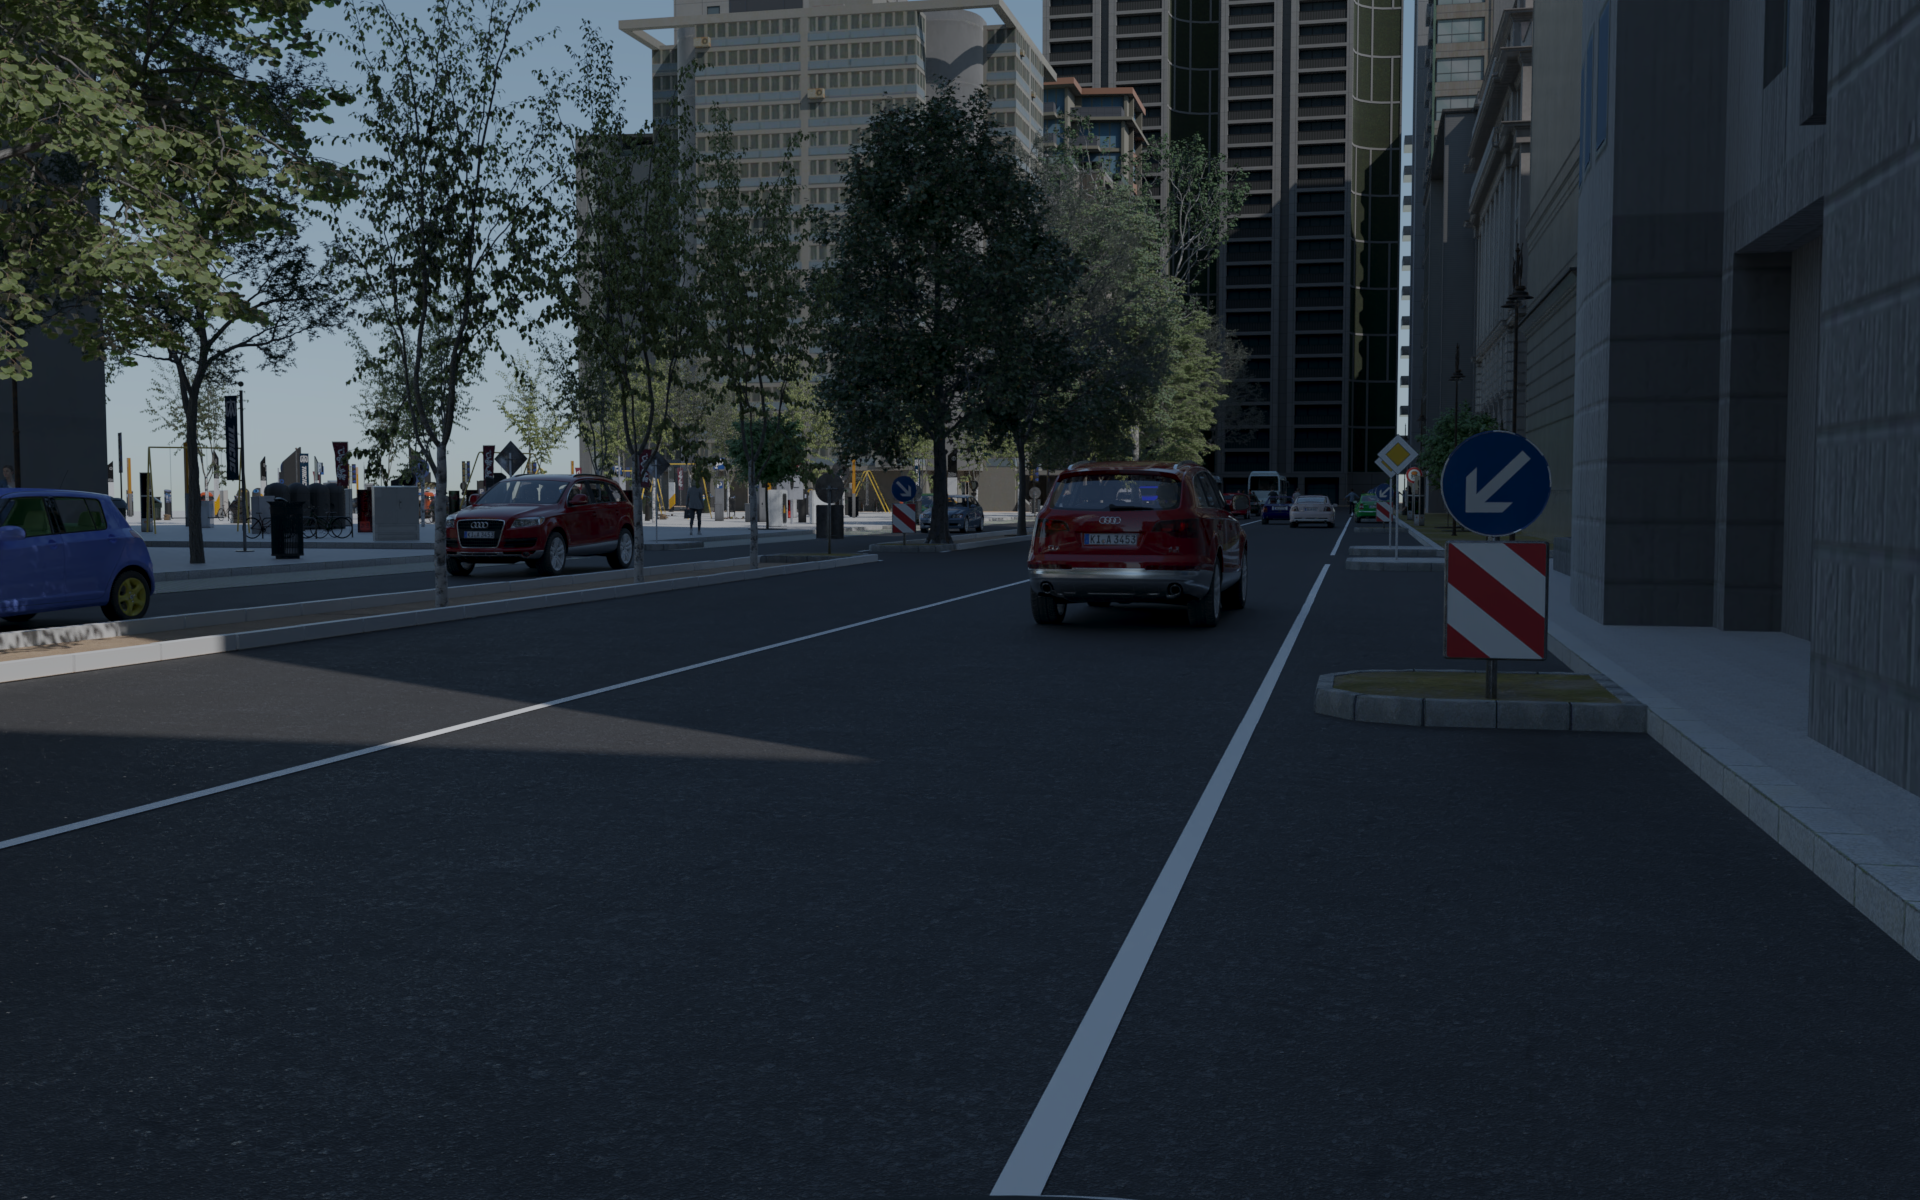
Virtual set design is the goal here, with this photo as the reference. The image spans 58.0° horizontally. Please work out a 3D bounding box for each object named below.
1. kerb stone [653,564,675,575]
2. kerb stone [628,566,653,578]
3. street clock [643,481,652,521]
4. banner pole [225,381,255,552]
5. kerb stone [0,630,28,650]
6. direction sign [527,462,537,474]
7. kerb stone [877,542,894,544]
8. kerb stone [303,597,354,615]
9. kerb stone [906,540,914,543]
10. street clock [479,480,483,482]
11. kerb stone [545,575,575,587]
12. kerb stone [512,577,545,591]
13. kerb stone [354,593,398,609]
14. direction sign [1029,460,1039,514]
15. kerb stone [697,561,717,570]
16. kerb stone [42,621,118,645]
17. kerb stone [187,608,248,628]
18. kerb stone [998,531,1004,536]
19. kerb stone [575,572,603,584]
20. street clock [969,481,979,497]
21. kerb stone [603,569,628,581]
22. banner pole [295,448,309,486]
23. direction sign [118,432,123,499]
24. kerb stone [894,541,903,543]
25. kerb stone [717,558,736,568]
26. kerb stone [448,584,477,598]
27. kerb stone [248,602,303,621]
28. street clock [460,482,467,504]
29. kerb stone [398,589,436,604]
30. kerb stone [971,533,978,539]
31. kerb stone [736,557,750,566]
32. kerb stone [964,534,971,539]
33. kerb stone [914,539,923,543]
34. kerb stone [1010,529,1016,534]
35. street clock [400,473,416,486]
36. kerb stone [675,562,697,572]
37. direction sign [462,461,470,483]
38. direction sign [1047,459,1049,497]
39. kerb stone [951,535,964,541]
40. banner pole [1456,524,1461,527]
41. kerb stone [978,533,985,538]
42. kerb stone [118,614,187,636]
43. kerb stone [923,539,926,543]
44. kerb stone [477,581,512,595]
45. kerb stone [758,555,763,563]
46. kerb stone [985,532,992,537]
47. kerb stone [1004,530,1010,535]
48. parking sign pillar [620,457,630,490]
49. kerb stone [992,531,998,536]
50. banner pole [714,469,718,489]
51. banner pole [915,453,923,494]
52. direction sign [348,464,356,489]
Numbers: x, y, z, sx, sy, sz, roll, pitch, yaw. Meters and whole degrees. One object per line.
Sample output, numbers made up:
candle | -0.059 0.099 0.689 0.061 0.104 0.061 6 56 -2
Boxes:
kerb stone | -5.363 -0.528 30.830 0.120 0.150 1.000 1 4 13
kerb stone | -5.593 -0.466 29.832 0.120 0.150 1.000 1 4 13
street clock | -14.862 -4.752 82.267 0.358 2.002 0.471 2 4 24
banner pole | -16.119 -2.971 38.601 0.863 3.779 0.401 2 4 34
kerb stone | -8.836 0.389 15.831 0.120 0.150 1.000 1 4 13
direction sign | -30.495 -8.059 123.762 0.379 3.537 0.876 0 3 0
kerb stone | -1.989 -1.416 45.349 0.120 0.150 1.000 1 4 13
kerb stone | -7.668 0.083 20.844 0.120 0.150 1.000 1 4 13
kerb stone | -1.524 -1.539 47.360 0.120 0.150 1.000 1 4 13
street clock | -24.958 -5.254 90.476 0.471 2.002 0.358 1 4 14
kerb stone | -6.286 -0.284 26.831 0.120 0.150 1.000 1 4 13
kerb stone | -6.516 -0.215 25.836 0.120 0.150 1.000 1 4 13
kerb stone | -7.443 0.022 21.841 0.120 0.150 1.000 1 4 13
direction sign | 4.862 -7.462 113.997 0.876 3.537 0.379 -3 5 -45
kerb stone | -4.889 -0.650 32.825 0.120 0.150 1.000 1 4 13
kerb stone | -8.607 0.329 16.828 0.120 0.150 1.000 1 4 13
kerb stone | -8.145 0.205 18.842 0.120 0.150 1.000 1 4 13
kerb stone | 1.264 -2.272 59.340 0.120 0.150 1.000 1 4 13
kerb stone | -6.049 -0.341 27.835 0.120 0.150 1.000 1 4 13
street clock | 0.745 -5.411 93.045 0.471 2.002 0.358 3 4 38
kerb stone | -5.827 -0.403 28.833 0.120 0.150 1.000 1 4 13
banner pole | -35.499 -6.321 93.367 0.863 3.779 0.401 -2 4 -31
direction sign | -30.923 -4.394 63.839 0.379 3.537 0.876 -2 4 -33
kerb stone | -1.746 -1.477 46.350 0.120 0.150 1.000 1 4 13
kerb stone | -4.665 -0.696 33.835 0.120 0.150 1.000 1 4 13
kerb stone | -6.986 -0.100 23.838 0.120 0.150 1.000 1 4 13
kerb stone | -7.906 0.146 19.842 0.120 0.150 1.000 1 4 13
street clock | -30.422 -6.217 106.214 0.471 2.002 0.358 3 4 36
kerb stone | -7.219 -0.037 22.839 0.120 0.150 1.000 1 4 13
kerb stone | 0.327 -2.027 55.344 0.120 0.150 1.000 1 4 13
kerb stone | -4.419 -0.772 34.840 0.120 0.150 1.000 1 4 13
kerb stone | 0.101 -1.963 54.347 0.120 0.150 1.000 1 4 13
kerb stone | -1.284 -1.600 48.357 0.120 0.150 1.000 1 4 13
kerb stone | 1.738 -2.394 61.337 0.120 0.150 1.000 1 4 13
street clock | -18.062 -3.190 56.734 0.471 2.002 0.358 0 4 7
kerb stone | -5.127 -0.589 31.829 0.120 0.150 1.000 1 4 13
direction sign | -33.746 -7.730 118.384 0.876 3.537 0.379 3 4 37
direction sign | 5.715 -7.368 112.464 0.379 3.537 0.876 1 4 10
kerb stone | -0.128 -1.905 53.348 0.120 0.150 1.000 1 4 13
banner pole | 19.585 -4.754 67.738 0.401 3.779 0.863 1 4 20
kerb stone | 0.573 -2.085 56.336 0.120 0.150 1.000 1 4 13
kerb stone | -8.370 0.267 17.829 0.120 0.150 1.000 1 4 13
kerb stone | -1.047 -1.657 49.352 0.120 0.150 1.000 1 4 13
kerb stone | -6.755 -0.162 24.837 0.120 0.150 1.000 1 4 13
kerb stone | -4.202 -0.834 35.838 0.120 0.150 1.000 1 4 13
kerb stone | 0.801 -2.150 57.341 0.120 0.150 1.000 1 4 13
kerb stone | 1.503 -2.333 60.335 0.120 0.150 1.000 1 4 13
parking sign pillar | -24.451 -8.400 125.804 1.447 3.967 1.447 -2 4 -35
kerb stone | 1.031 -2.211 58.345 0.120 0.150 1.000 1 4 13
banner pole | -15.686 -7.422 111.363 0.401 3.779 0.863 0 4 7
banner pole | -2.458 -7.026 104.897 0.863 3.779 0.401 -3 5 -40
direction sign | -45.666 -8.434 129.891 0.379 3.537 0.876 3 4 36
